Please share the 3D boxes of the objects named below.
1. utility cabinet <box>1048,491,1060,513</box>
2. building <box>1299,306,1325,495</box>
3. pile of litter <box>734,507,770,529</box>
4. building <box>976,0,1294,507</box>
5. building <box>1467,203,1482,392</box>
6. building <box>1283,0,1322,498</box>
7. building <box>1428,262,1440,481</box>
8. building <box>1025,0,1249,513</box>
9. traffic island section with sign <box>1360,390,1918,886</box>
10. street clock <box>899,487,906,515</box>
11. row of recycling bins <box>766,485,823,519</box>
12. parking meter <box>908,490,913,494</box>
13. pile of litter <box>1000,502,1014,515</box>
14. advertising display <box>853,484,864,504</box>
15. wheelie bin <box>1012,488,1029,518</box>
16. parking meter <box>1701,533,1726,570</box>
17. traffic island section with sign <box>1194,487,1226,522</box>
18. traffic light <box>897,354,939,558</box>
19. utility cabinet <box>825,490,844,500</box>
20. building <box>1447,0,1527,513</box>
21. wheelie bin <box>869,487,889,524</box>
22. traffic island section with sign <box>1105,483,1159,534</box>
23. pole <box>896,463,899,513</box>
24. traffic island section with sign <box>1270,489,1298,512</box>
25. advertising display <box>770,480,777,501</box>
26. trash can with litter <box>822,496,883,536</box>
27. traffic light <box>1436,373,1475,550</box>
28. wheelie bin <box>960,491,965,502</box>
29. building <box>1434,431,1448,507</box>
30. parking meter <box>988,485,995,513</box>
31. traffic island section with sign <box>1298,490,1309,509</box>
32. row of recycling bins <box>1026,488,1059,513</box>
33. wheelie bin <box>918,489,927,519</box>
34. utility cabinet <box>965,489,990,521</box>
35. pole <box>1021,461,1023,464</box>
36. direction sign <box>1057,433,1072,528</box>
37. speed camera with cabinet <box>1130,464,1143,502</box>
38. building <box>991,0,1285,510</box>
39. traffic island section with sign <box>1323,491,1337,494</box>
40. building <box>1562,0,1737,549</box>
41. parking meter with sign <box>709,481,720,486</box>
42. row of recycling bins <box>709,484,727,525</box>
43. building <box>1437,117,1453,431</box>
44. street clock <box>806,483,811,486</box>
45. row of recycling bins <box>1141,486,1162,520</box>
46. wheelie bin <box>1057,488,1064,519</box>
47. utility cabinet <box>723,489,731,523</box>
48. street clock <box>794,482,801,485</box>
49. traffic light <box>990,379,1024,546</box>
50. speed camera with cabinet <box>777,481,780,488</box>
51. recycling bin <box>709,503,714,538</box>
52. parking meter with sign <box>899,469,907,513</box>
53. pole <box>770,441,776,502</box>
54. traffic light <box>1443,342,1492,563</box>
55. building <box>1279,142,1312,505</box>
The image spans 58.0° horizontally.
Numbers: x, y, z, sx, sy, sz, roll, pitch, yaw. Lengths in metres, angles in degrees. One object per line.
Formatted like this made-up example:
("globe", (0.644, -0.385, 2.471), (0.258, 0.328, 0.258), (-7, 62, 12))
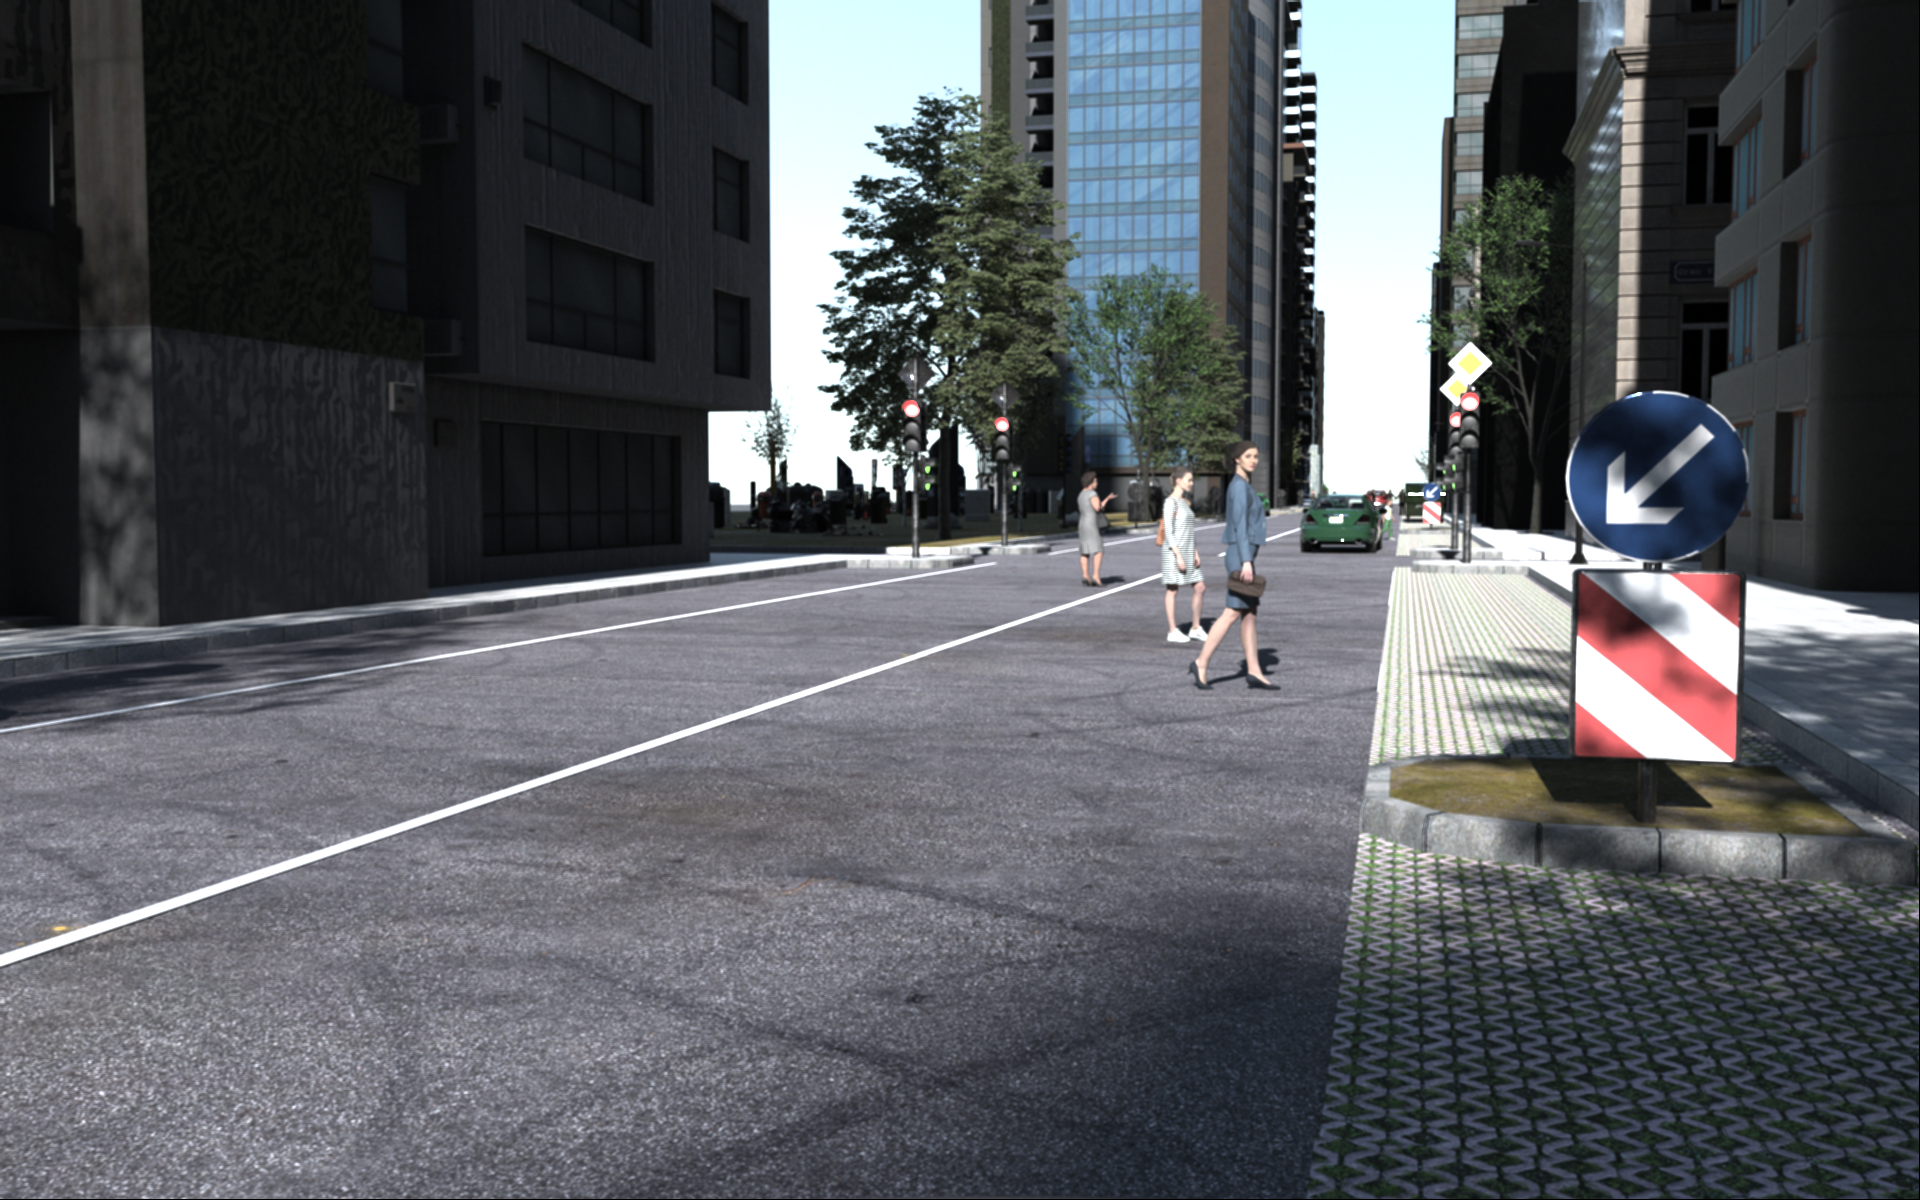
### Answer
("utility cabinet", (6.376, -6.422, 113.679), (1.173, 1.500, 0.318), (-2, 4, -29))
("building", (48.001, -30.098, 263.796), (14.160, 30.474, 14.107), (1, 4, 14))
("pile of litter", (-7.688, -3.098, 64.617), (1.176, 0.858, 1.719), (-3, 5, -42))
("building", (18.087, -35.817, 174.849), (28.713, 52.752, 27.495), (1, 4, 14))
("building", (34.679, -16.738, 92.744), (14.460, 24.649, 34.723), (1, 4, 14))
("building", (39.639, -56.778, 240.985), (22.319, 86.520, 31.000), (1, 4, 14))
("building", (65.454, -27.083, 214.506), (14.160, 30.474, 14.107), (1, 4, 14))
("building", (13.150, -29.069, 125.388), (14.600, 45.320, 14.200), (1, 4, 14))
("traffic island section with sign", (2.763, 0.072, 7.445), (1.989, 1.847, 2.006), (1, 4, 14))
("street clock", (-3.622, -6.332, 108.094), (0.471, 2.002, 0.358), (0, 4, 3))
("row of recycling bins", (-8.707, -5.168, 91.607), (3.534, 1.692, 1.069), (-3, 5, -42))
("parking meter", (-2.933, -5.794, 103.149), (0.372, 1.533, 0.369), (0, 3, 0))
("pile of litter", (3.126, -5.787, 108.588), (1.176, 0.858, 1.719), (-1, 4, -11))
("advertising display", (-6.302, -6.245, 107.312), (0.123, 1.923, 0.974), (2, 4, 35))
("wheelie bin", (3.251, -5.150, 92.107), (0.693, 1.594, 0.980), (3, 5, 39))
("parking meter", (11.841, -1.313, 27.180), (0.255, 1.863, 0.399), (3, 5, 42))
("traffic island section with sign", (13.259, -4.979, 90.040), (1.989, 1.847, 2.006), (1, 4, 14))
("traffic light", (-0.872, -2.802, 34.740), (0.839, 4.253, 0.868), (1, 4, 14))
("utility cabinet", (-6.469, -4.949, 89.597), (0.318, 1.500, 1.173), (2, 4, 34))
("building", (41.221, -26.671, 119.673), (14.154, 41.232, 14.086), (1, 4, 14))
("wheelie bin", (-3.539, -4.134, 75.492), (0.980, 1.594, 0.693), (1, 4, 22))
("traffic island section with sign", (6.468, -3.361, 63.587), (1.989, 1.847, 2.006), (1, 4, 14))
("pole", (-4.126, -7.376, 114.434), (0.158, 3.312, 0.155), (0, 3, 0))
("traffic island section with sign", (25.877, -7.988, 139.229), (1.989, 1.847, 2.006), (1, 4, 14))
("advertising display", (-8.663, -4.612, 80.612), (0.123, 1.923, 0.974), (0, 4, 5))
("trash can with litter", (-3.374, -2.606, 53.667), (2.233, 1.210, 1.678), (-1, 4, -22))
("traffic light", (11.397, -3.116, 39.862), (0.839, 4.253, 0.868), (1, 4, 14))
("wheelie bin", (0.377, -6.371, 112.072), (0.693, 1.594, 0.980), (0, 4, 2))
("building", (58.010, -52.214, 166.369), (22.319, 86.520, 31.000), (1, 4, 14))
("parking meter", (2.080, -6.724, 115.653), (0.399, 1.863, 0.255), (-2, 4, -24))
("traffic island section with sign", (32.666, -9.605, 165.662), (1.989, 1.847, 2.006), (1, 4, 14))
("row of recycling bins", (6.047, -6.735, 117.224), (3.534, 1.692, 1.069), (2, 4, 26))
("wheelie bin", (-1.937, -4.988, 89.458), (0.980, 1.594, 0.693), (0, 4, 1))
("utility cabinet", (0.824, -4.470, 81.769), (1.173, 1.500, 0.318), (0, 4, 7))
("pole", (3.823, -6.849, 105.824), (0.158, 3.312, 0.155), (0, 3, 0))
("direction sign", (3.921, -4.467, 65.035), (0.379, 3.537, 0.876), (3, 4, 38))
("speed camera with cabinet", (12.072, -7.317, 113.969), (2.038, 3.252, 0.660), (-3, 5, -42))
("building", (15.652, -36.954, 146.195), (21.231, 58.520, 28.212), (1, 4, 14))
("traffic island section with sign", (46.269, -12.846, 218.660), (1.989, 1.847, 2.006), (1, 4, 14))
("building", (27.869, -14.899, 40.857), (25.104, 27.353, 12.463), (1, 4, 14))
("parking meter with sign", (-14.890, -6.660, 105.151), (0.543, 3.016, 1.738), (2, 4, 35))
("row of recycling bins", (-10.661, -3.882, 70.587), (1.069, 1.692, 3.534), (1, 4, 22))
("building", (62.552, -33.627, 199.914), (14.600, 45.320, 14.200), (1, 4, 14))
("street clock", (-10.227, -6.864, 116.802), (0.358, 2.002, 0.471), (1, 4, 17))
("row of recycling bins", (9.731, -4.967, 88.320), (1.069, 1.692, 3.534), (0, 4, 4))
("wheelie bin", (5.394, -4.971, 89.179), (0.693, 1.594, 0.980), (-1, 4, -22))
("utility cabinet", (-10.705, -4.149, 76.515), (1.173, 1.500, 0.318), (2, 4, 28))
("street clock", (-9.883, -6.167, 105.396), (0.471, 2.002, 0.358), (0, 4, 2))
("traffic light", (1.114, -3.275, 42.475), (0.839, 4.253, 0.868), (1, 4, 14))
("speed camera with cabinet", (-11.751, -7.618, 118.891), (2.038, 3.252, 0.660), (-3, 5, -39))
("recycling bin", (-7.690, -2.366, 51.237), (0.722, 1.027, 0.722), (-1, 4, -17))
("parking meter with sign", (-4.088, -7.553, 119.747), (0.543, 3.016, 1.738), (-1, 4, -12))
("pole", (-7.160, -4.436, 66.364), (0.158, 3.312, 0.155), (0, 3, 0))
("traffic light", (9.412, -2.643, 32.127), (0.839, 4.253, 0.868), (1, 4, 14))
("building", (31.530, -34.181, 213.490), (22.147, 44.769, 28.867), (1, 4, 14))
